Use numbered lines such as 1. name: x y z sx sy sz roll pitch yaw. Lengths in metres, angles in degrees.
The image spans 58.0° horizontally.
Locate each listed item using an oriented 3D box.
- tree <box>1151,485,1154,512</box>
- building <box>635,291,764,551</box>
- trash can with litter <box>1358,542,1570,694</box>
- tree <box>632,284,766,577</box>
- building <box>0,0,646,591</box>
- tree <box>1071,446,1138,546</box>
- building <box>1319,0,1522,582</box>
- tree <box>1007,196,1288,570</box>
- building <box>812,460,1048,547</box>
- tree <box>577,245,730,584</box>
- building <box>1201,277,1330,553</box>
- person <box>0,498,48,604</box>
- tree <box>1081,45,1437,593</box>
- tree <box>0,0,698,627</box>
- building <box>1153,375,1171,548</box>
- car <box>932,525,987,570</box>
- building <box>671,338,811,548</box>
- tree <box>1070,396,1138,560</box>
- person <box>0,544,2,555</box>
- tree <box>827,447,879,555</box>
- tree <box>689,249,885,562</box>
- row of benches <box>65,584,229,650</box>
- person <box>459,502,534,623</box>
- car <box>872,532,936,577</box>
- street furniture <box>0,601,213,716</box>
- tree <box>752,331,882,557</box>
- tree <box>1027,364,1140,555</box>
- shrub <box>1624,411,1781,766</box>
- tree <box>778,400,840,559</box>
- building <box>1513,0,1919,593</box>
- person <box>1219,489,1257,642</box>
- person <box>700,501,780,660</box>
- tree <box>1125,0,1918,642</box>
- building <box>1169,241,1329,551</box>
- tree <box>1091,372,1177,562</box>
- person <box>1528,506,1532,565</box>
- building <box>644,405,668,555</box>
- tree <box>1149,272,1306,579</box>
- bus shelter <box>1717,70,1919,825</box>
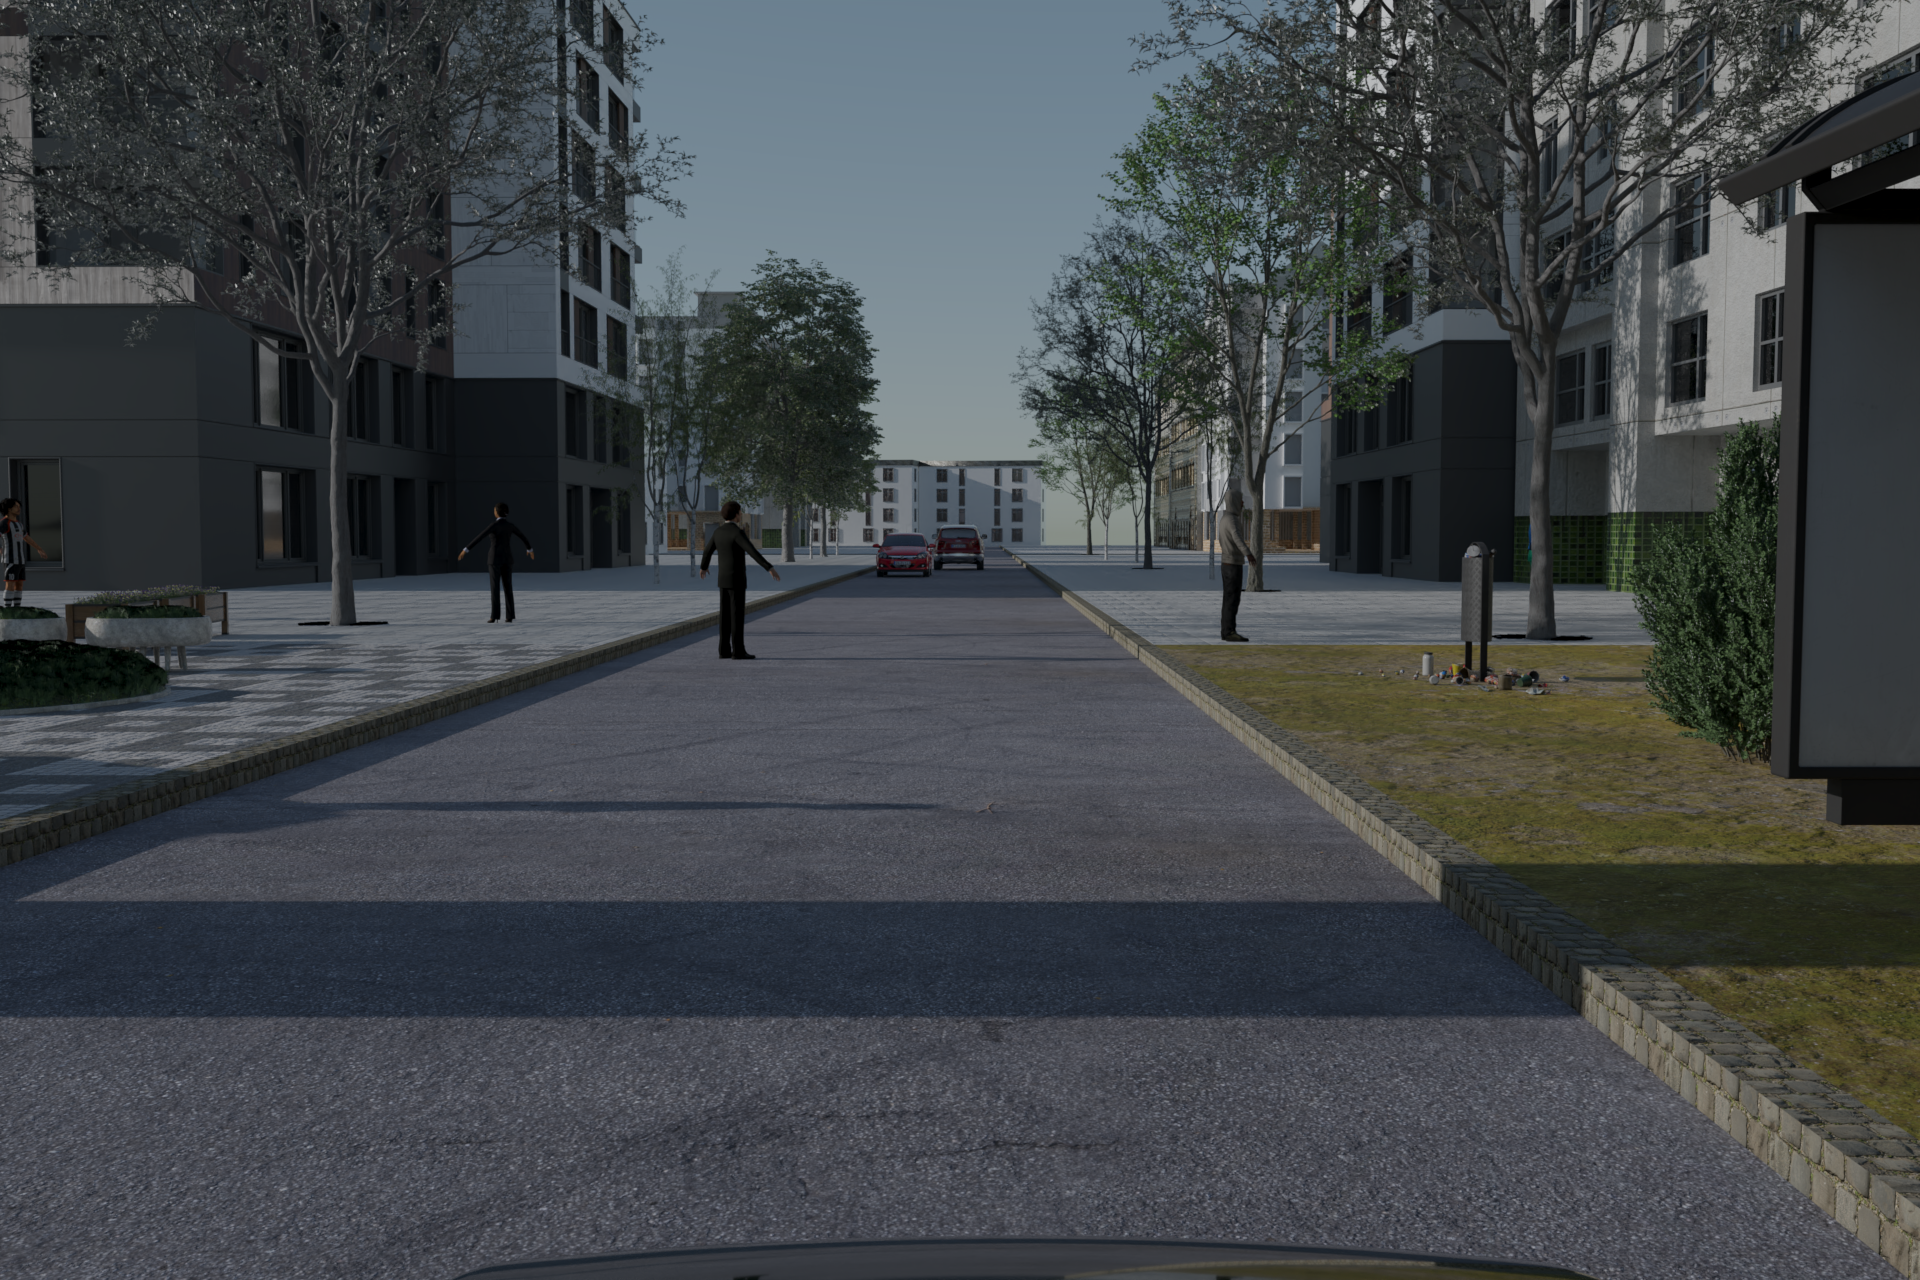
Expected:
1. tree: 24.158 -15.044 196.331 4.360 8.622 3.978 0 3 0
2. building: -22.104 -17.122 136.371 16.016 20.090 11.380 0 4 1
3. trash can with litter: 4.434 -0.233 14.868 1.678 1.210 2.233 0 4 2
4. tree: -8.048 -6.177 51.359 4.360 8.622 3.978 0 3 0
5. building: -27.196 -12.890 54.720 27.936 21.610 32.646 0 4 1
6. tree: 15.965 -16.173 190.178 9.928 11.665 9.643 0 3 0
7. building: 26.757 -13.318 61.722 27.936 21.610 32.646 0 4 0
8. tree: 6.831 -9.337 63.024 12.009 13.543 11.850 0 3 0
9. building: -4.566 -15.381 196.083 28.070 9.664 9.099 1 4 9
10. tree: -7.795 -5.739 44.190 4.360 8.622 3.978 0 3 0
11. building: 23.073 -16.596 127.764 16.016 20.090 11.380 0 4 0
12. person: -14.232 -1.220 26.091 0.704 1.843 1.345 0 4 3
13. tree: 6.529 -6.866 38.010 9.928 11.665 9.643 0 3 0
14. tree: -8.774 -6.958 24.136 12.009 13.543 11.850 0 3 0
15. building: 29.070 -20.646 168.483 19.493 23.208 18.063 0 4 1
16. car: -0.028 -3.778 70.451 2.281 1.827 5.304 0 4 1
17. building: -24.376 -18.678 171.840 16.747 18.905 31.486 0 3 0
18. tree: 7.233 -8.279 85.717 4.360 8.622 3.978 0 3 0
19. person: -16.704 -1.439 29.797 0.705 1.796 1.348 -3 5 -43
20. tree: -7.627 -9.442 104.732 4.360 8.622 3.978 0 3 0
21. tree: -7.847 -10.561 79.324 9.857 13.997 8.962 0 3 0
22. row of benches: -9.357 -0.281 20.064 1.422 0.672 4.104 -1 4 -8
23. person: -6.680 -1.121 25.054 0.721 1.740 1.216 3 5 44
24. car: -1.877 -3.056 58.999 2.155 1.783 4.494 0 4 1
25. street furniture: -11.306 0.102 13.966 10.072 0.657 5.734 0 4 -3
26. tree: -8.103 -10.960 97.321 7.486 12.596 7.792 0 3 0
27. tree: 7.933 -10.987 105.399 9.928 11.665 9.643 0 3 0
28. shrub: 4.626 -0.328 9.790 1.690 2.028 1.600 0 3 0
29. tree: -7.646 -8.490 89.172 4.737 8.622 4.395 0 3 0
30. building: 22.903 -9.978 29.598 16.747 18.905 31.486 0 4 1
31. person: 3.286 -0.892 20.717 0.705 1.813 1.348 0 4 -4
32. person: -2.586 -0.686 19.857 1.347 1.806 0.705 3 5 42
33. tree: 7.030 -6.757 20.855 12.009 13.543 11.850 0 3 0
34. building: 27.190 -18.865 139.368 19.493 23.208 18.063 0 4 1
35. tree: 8.105 -7.820 78.227 4.360 8.622 3.978 0 3 0
36. person: 9.106 -1.287 27.176 0.704 1.817 1.347 1 4 20
37. building: -24.685 -10.865 119.794 9.099 9.664 28.070 0 3 0
38. tree: 6.961 -6.032 48.979 4.360 8.622 3.978 0 3 0
39. bus shelter: 4.419 -0.683 5.092 2.014 3.302 5.546 0 4 0
